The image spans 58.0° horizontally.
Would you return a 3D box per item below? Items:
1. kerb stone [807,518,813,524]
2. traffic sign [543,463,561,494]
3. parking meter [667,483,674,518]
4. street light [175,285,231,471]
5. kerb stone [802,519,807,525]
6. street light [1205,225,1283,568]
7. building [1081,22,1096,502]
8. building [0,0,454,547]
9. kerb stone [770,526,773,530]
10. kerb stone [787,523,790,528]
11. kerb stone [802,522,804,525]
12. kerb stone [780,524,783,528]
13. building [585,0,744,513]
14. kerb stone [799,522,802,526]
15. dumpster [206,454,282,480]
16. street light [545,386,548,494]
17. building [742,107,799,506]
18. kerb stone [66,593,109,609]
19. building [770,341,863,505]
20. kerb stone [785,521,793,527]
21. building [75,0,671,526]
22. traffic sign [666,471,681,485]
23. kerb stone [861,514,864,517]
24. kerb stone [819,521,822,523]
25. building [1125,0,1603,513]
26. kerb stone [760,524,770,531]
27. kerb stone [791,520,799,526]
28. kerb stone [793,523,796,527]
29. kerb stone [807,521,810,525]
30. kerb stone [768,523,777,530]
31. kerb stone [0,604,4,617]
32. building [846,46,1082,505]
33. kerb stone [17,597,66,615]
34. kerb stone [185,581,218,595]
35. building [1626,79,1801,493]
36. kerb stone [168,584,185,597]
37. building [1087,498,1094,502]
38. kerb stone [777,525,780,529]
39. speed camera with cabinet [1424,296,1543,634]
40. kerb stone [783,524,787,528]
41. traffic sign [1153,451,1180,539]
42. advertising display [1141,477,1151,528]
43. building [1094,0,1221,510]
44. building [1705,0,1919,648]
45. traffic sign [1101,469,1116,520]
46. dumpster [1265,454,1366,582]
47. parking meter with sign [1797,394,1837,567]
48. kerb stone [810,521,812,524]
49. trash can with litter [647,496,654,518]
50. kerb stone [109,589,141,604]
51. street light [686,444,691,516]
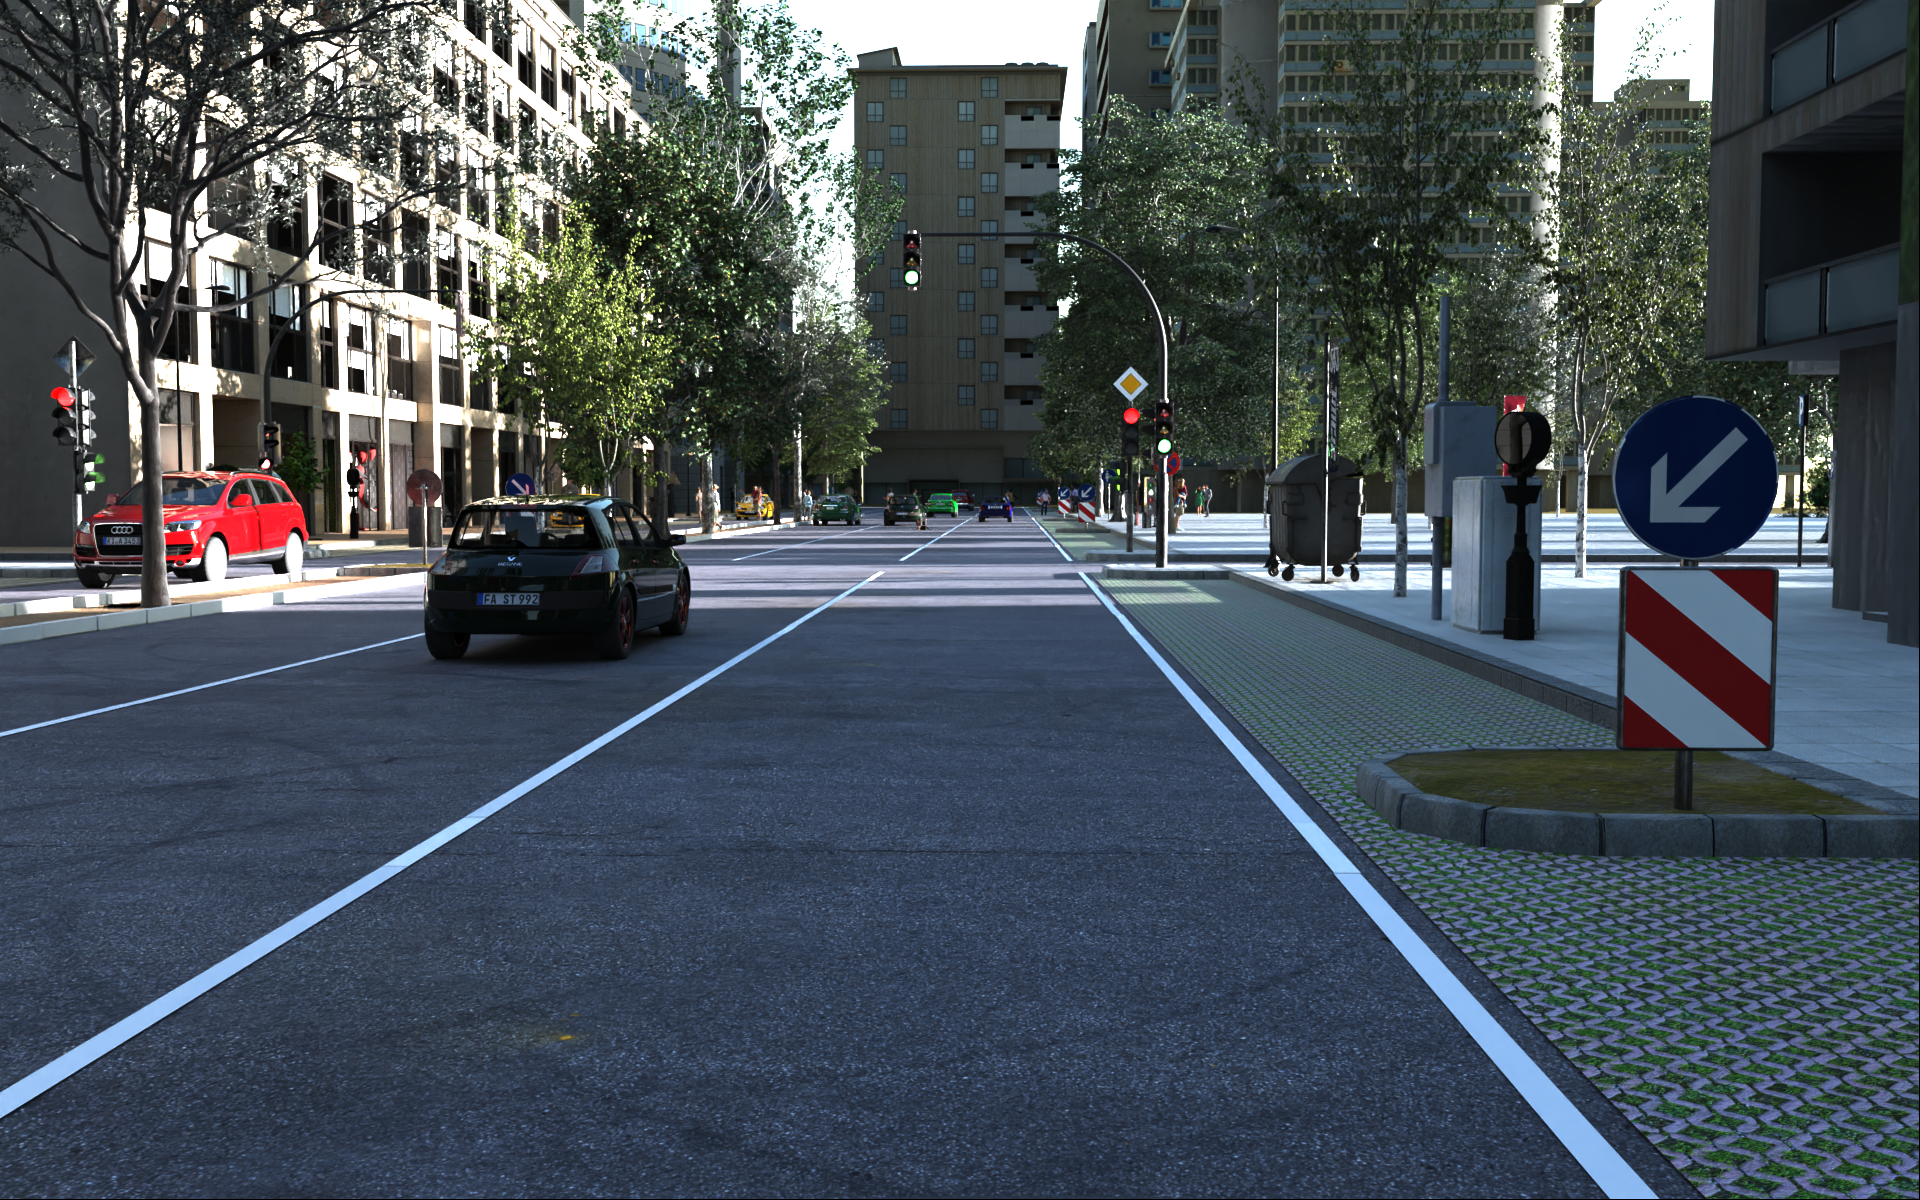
[{"bbox_3d":[-7.185,-3.693,82.694,0.120,0.150,1.000,0,4,2],"label":"kerb stone"},{"bbox_3d":[-16.757,-4.344,71.138,0.768,2.556,0.104,0,4,7],"label":"traffic sign"},{"bbox_3d":[-15.869,-5.455,94.895,0.399,1.863,0.255,3,4,38],"label":"parking meter"},{"bbox_3d":[-16.880,-4.041,38.612,1.470,5.913,1.316,0,4,2],"label":"street light"},{"bbox_3d":[-7.273,-3.512,79.619,0.120,0.150,1.000,0,4,2],"label":"kerb stone"},{"bbox_3d":[4.929,-3.520,30.093,1.470,5.913,1.316,0,4,2],"label":"street light"},{"bbox_3d":[29.123,-40.804,209.142,28.212,58.520,21.231,0,4,2],"label":"building"},{"bbox_3d":[-29.234,-15.541,58.610,19.350,26.468,34.151,0,4,2],"label":"building"},{"bbox_3d":[-7.605,-2.822,68.340,0.120,0.150,1.000,0,4,2],"label":"kerb stone"},{"bbox_3d":[-7.453,-3.136,73.469,0.120,0.150,1.000,0,4,2],"label":"kerb stone"},{"bbox_3d":[-7.300,-3.450,78.598,0.120,0.150,1.000,0,4,2],"label":"kerb stone"},{"bbox_3d":[-7.517,-3.010,71.409,0.120,0.150,1.000,0,4,2],"label":"kerb stone"},{"bbox_3d":[-28.777,-35.857,128.259,21.231,58.520,28.212,0,4,2],"label":"building"},{"bbox_3d":[-7.327,-3.387,77.576,0.120,0.150,1.000,0,4,2],"label":"kerb stone"},{"bbox_3d":[-17.467,-2.417,42.006,1.502,2.255,1.985,0,4,2],"label":"dumpster"},{"bbox_3d":[-16.022,-5.915,69.257,1.470,5.913,1.316,0,4,2],"label":"street light"},{"bbox_3d":[-28.817,-29.304,171.000,23.993,40.220,32.217,0,4,2],"label":"building"},{"bbox_3d":[-11.083,0.023,21.826,0.120,0.150,1.000,0,4,2],"label":"kerb stone"},{"bbox_3d":[-27.679,-22.573,214.105,28.899,21.520,27.650,0,4,2],"label":"building"},{"bbox_3d":[-7.412,-3.194,74.491,0.120,0.150,1.000,0,4,2],"label":"kerb stone"},{"bbox_3d":[-28.535,-17.645,93.006,19.350,26.468,34.151,0,4,2],"label":"building"},{"bbox_3d":[-16.103,-5.950,97.290,0.884,2.594,0.081,1,4,10],"label":"traffic sign"},{"bbox_3d":[-6.304,-5.518,112.409,0.120,0.150,1.000,0,4,2],"label":"kerb stone"},{"bbox_3d":[-7.089,-3.888,85.771,0.120,0.150,1.000,0,4,2],"label":"kerb stone"},{"bbox_3d":[28.301,-26.605,126.879,32.217,40.220,23.993,0,4,2],"label":"building"},{"bbox_3d":[-7.626,-2.760,67.317,0.120,0.150,1.000,0,4,2],"label":"kerb stone"},{"bbox_3d":[-7.363,-3.325,76.554,0.120,0.150,1.000,0,4,2],"label":"kerb stone"},{"bbox_3d":[-7.391,-3.260,75.527,0.120,0.150,1.000,0,4,2],"label":"kerb stone"},{"bbox_3d":[-7.236,-3.575,80.642,0.120,0.150,1.000,0,4,2],"label":"kerb stone"},{"bbox_3d":[-7.568,-2.884,69.362,0.120,0.150,1.000,0,4,2],"label":"kerb stone"},{"bbox_3d":[-11.142,0.149,19.765,0.120,0.150,1.000,0,4,2],"label":"kerb stone"},{"bbox_3d":[1.138,-38.157,213.111,27.495,52.752,28.713,0,4,2],"label":"building"},{"bbox_3d":[-11.101,0.086,20.793,0.120,0.150,1.000,0,4,2],"label":"kerb stone"},{"bbox_3d":[-10.987,-0.165,24.900,0.120,0.150,1.000,0,4,2],"label":"kerb stone"},{"bbox_3d":[66.056,-29.134,168.214,23.993,40.220,32.217,0,4,2],"label":"building"},{"bbox_3d":[-11.019,-0.103,23.878,0.120,0.150,1.000,0,4,2],"label":"kerb stone"},{"bbox_3d":[29.151,-29.438,173.200,32.217,40.220,23.993,0,4,2],"label":"building"},{"bbox_3d":[-7.535,-2.947,70.384,0.120,0.150,1.000,0,4,2],"label":"kerb stone"},{"bbox_3d":[5.038,-1.370,16.742,0.660,3.252,2.038,0,4,0],"label":"speed camera with cabinet"},{"bbox_3d":[-7.485,-3.073,72.431,0.120,0.150,1.000,0,4,2],"label":"kerb stone"},{"bbox_3d":[5.875,-3.006,49.254,0.768,2.556,0.104,0,4,8],"label":"traffic sign"},{"bbox_3d":[7.006,-3.651,64.910,0.123,1.923,0.974,2,4,25],"label":"advertising display"},{"bbox_3d":[22.861,-32.162,149.549,21.300,48.544,21.600,0,4,2],"label":"building"},{"bbox_3d":[15.055,-20.279,15.155,14.154,41.232,14.086,0,4,2],"label":"building"},{"bbox_3d":[7.489,-5.320,87.084,0.768,2.556,0.104,0,4,8],"label":"traffic sign"},{"bbox_3d":[5.348,-1.242,26.060,1.264,1.857,1.865,0,4,2],"label":"dumpster"},{"bbox_3d":[15.607,-2.078,30.238,1.738,3.016,0.543,1,4,18],"label":"parking meter with sign"},{"bbox_3d":[-7.214,-3.629,81.664,0.120,0.150,1.000,0,4,2],"label":"kerb stone"},{"bbox_3d":[-16.159,-4.965,92.569,1.055,1.170,0.624,-3,5,-44],"label":"trash can with litter"},{"bbox_3d":[-11.048,-0.034,22.857,0.120,0.150,1.000,0,4,2],"label":"kerb stone"},{"bbox_3d":[-15.162,-7.797,100.016,1.470,5.913,1.316,0,4,2],"label":"street light"}]
